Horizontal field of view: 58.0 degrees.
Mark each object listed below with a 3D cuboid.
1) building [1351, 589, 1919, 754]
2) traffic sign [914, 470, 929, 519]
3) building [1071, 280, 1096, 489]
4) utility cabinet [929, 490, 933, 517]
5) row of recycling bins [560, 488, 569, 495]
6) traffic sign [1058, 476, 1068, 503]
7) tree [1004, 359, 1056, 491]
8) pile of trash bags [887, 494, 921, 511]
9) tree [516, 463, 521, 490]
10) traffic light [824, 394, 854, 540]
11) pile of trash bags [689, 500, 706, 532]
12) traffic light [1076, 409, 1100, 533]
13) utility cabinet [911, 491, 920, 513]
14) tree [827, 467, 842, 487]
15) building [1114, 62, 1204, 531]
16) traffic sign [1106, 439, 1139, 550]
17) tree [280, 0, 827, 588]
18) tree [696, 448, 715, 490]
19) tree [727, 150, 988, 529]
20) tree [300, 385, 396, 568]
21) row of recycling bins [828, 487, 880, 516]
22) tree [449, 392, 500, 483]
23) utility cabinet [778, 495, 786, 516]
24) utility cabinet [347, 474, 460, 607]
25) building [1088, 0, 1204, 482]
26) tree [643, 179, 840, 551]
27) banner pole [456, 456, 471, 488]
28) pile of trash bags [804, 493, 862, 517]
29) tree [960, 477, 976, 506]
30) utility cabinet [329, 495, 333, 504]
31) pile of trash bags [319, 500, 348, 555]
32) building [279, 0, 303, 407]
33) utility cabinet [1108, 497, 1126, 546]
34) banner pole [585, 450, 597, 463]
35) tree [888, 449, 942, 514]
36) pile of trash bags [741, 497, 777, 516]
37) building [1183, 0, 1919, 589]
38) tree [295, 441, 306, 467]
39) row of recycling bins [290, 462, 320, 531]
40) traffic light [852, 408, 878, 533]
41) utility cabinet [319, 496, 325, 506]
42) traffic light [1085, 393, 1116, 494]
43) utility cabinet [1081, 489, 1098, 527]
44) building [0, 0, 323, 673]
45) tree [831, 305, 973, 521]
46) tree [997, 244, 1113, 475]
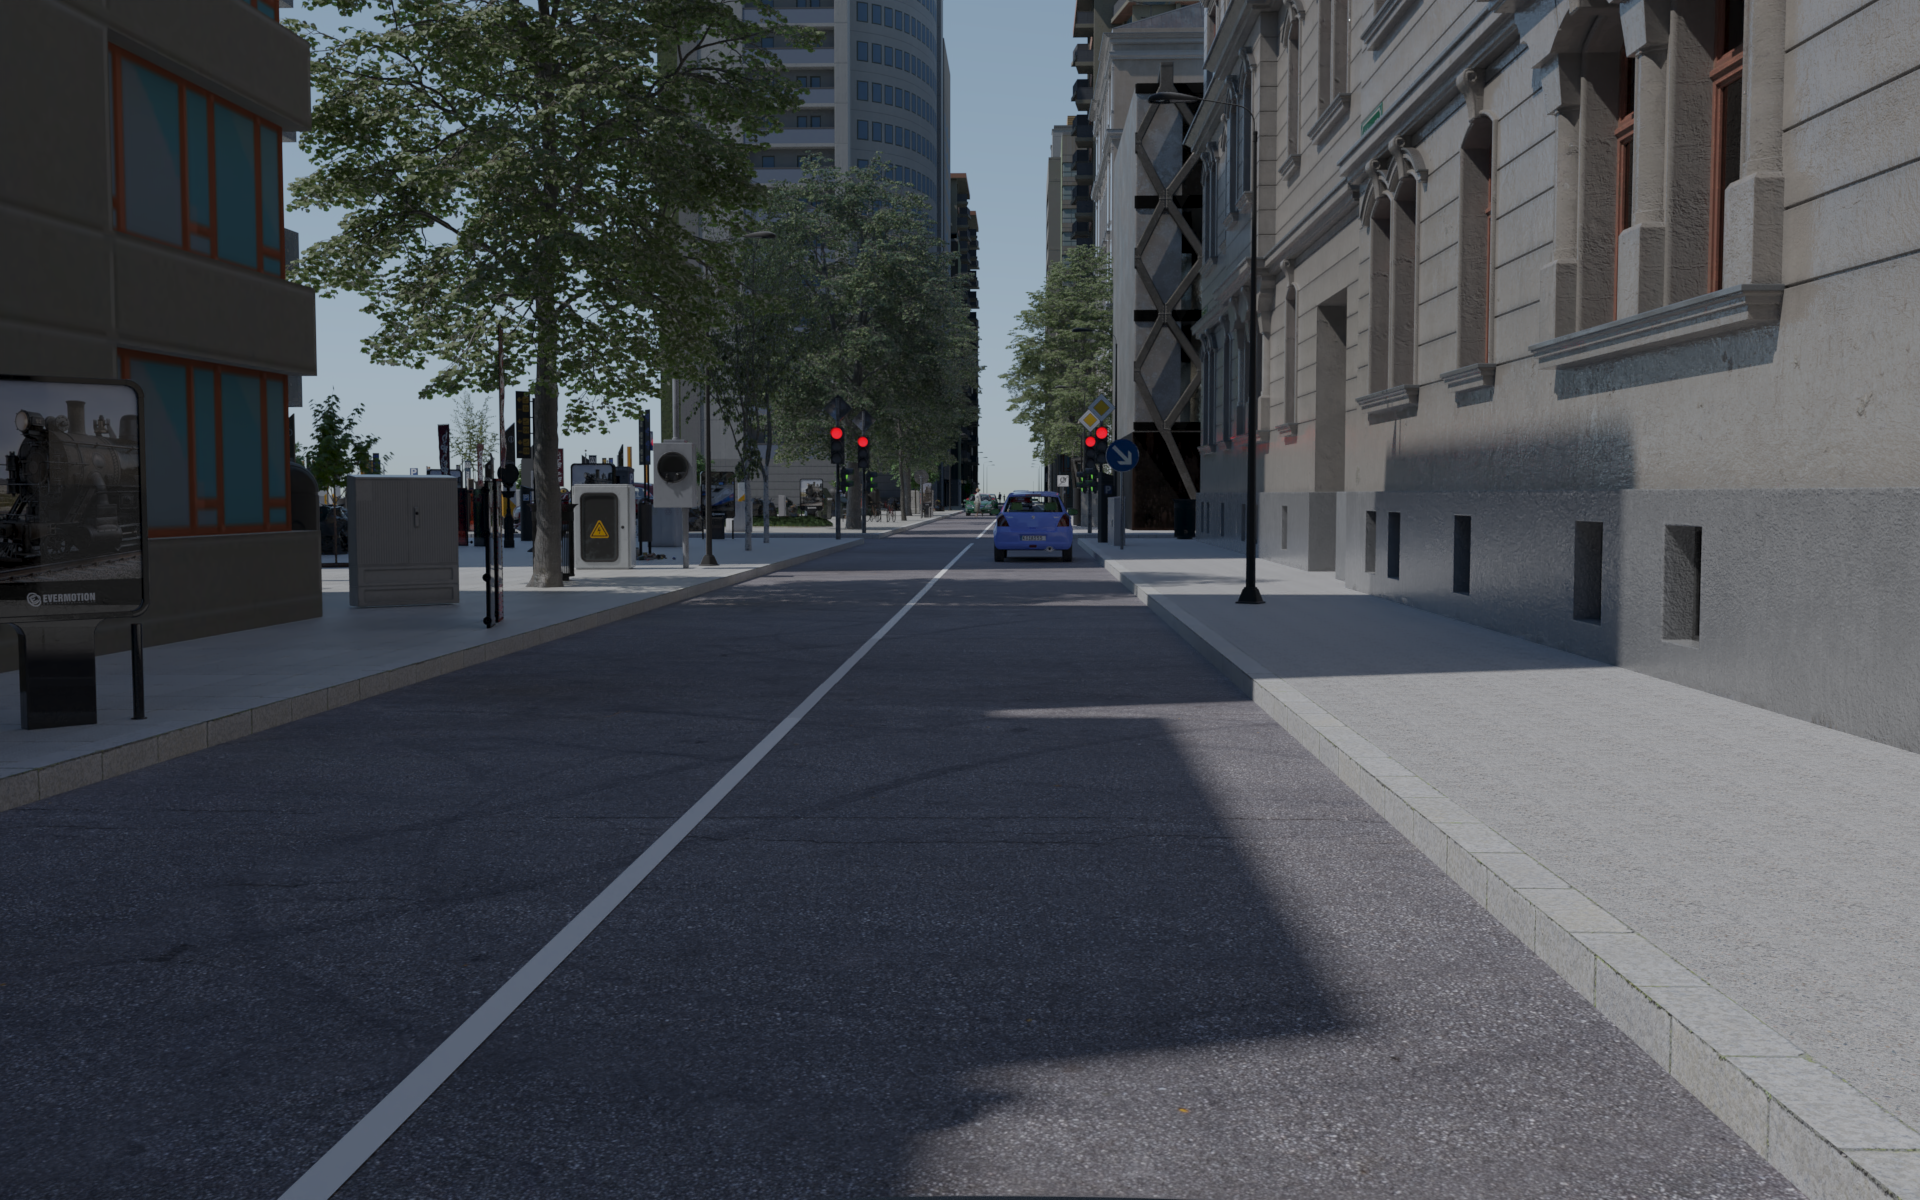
[{"bbox_3d":[11.084,-13.709,11.525,14.401,28.519,23.554,0,4,2],"label":"building"},{"bbox_3d":[-2.028,-5.548,90.815,0.768,2.556,0.104,0,4,5],"label":"traffic sign"},{"bbox_3d":[16.237,-15.572,122.048,16.820,18.784,16.811,0,4,2],"label":"building"},{"bbox_3d":[-1.740,-5.347,96.106,0.318,1.500,1.173,1,4,10],"label":"utility cabinet"},{"bbox_3d":[-24.392,-6.403,111.796,3.534,1.692,1.069,1,4,19],"label":"row of recycling bins"},{"bbox_3d":[5.685,-5.710,95.490,0.606,2.300,0.079,0,4,8],"label":"traffic sign"},{"bbox_3d":[12.737,-22.108,217.352,12.611,20.169,13.585,0,3,0],"label":"tree"},{"bbox_3d":[-3.911,-7.310,129.272,3.447,1.369,1.912,2,4,30],"label":"pile of trash bags"},{"bbox_3d":[-25.098,-6.418,99.536,1.663,3.219,1.824,0,3,0],"label":"tree"},{"bbox_3d":[-3.422,-3.661,48.777,0.839,4.253,0.868,0,4,2],"label":"traffic light"},{"bbox_3d":[-10.516,-3.315,63.956,3.447,1.369,1.912,3,4,37],"label":"pile of trash bags"},{"bbox_3d":[4.223,-4.134,56.508,0.839,4.253,0.868,0,4,2],"label":"traffic light"},{"bbox_3d":[-3.206,-6.416,113.579,1.173,1.500,0.318,1,4,15],"label":"utility cabinet"},{"bbox_3d":[-8.342,-7.878,123.412,1.663,3.219,1.824,0,3,0],"label":"tree"},{"bbox_3d":[14.582,-12.090,65.124,16.811,18.784,16.820,0,4,2],"label":"building"},{"bbox_3d":[3.747,-2.440,40.001,0.768,2.556,0.104,1,4,8],"label":"traffic sign"},{"bbox_3d":[-5.737,-6.475,23.989,7.486,12.596,7.792,0,3,0],"label":"tree"},{"bbox_3d":[-16.670,-7.436,105.299,4.285,4.588,4.351,0,3,0],"label":"tree"},{"bbox_3d":[-3.995,-9.582,63.329,9.857,13.997,8.962,0,3,0],"label":"tree"},{"bbox_3d":[-11.061,-2.191,30.431,1.663,3.219,1.824,0,3,0],"label":"tree"},{"bbox_3d":[-6.232,-5.806,102.045,3.534,1.692,1.069,-3,4,-37],"label":"row of recycling bins"},{"bbox_3d":[-34.324,-10.530,122.531,4.737,8.622,4.395,0,3,0],"label":"tree"},{"bbox_3d":[-8.706,-4.512,84.927,0.306,1.237,1.020,0,4,-1],"label":"utility cabinet"},{"bbox_3d":[-6.351,-0.680,19.794,1.173,1.500,0.318,-3,4,-38],"label":"utility cabinet"},{"bbox_3d":[14.214,-19.053,97.415,13.634,28.700,20.117,0,4,2],"label":"building"},{"bbox_3d":[-5.003,-5.416,38.907,4.360,8.622,3.978,0,3,0],"label":"tree"},{"bbox_3d":[-32.308,-7.536,113.226,0.863,3.779,0.401,1,4,17],"label":"banner pole"},{"bbox_3d":[-7.170,-5.398,98.007,3.447,1.369,1.912,0,4,4],"label":"pile of trash bags"},{"bbox_3d":[1.020,-12.206,194.166,1.663,3.219,1.824,0,3,0],"label":"tree"},{"bbox_3d":[-47.306,-7.300,130.521,1.020,1.237,0.306,2,4,25],"label":"utility cabinet"},{"bbox_3d":[-13.971,-1.658,36.865,1.912,1.369,3.447,3,5,40],"label":"pile of trash bags"},{"bbox_3d":[-31.746,-25.460,35.886,30.456,49.044,23.786,0,4,2],"label":"building"},{"bbox_3d":[3.916,-1.972,43.411,0.306,1.237,1.020,0,4,-4],"label":"utility cabinet"},{"bbox_3d":[-20.816,-6.573,97.486,0.863,3.779,0.401,-2,4,-27],"label":"banner pole"},{"bbox_3d":[-2.878,-7.799,111.227,4.285,4.588,4.351,0,3,0],"label":"tree"},{"bbox_3d":[-12.478,-5.576,100.919,3.447,1.369,1.912,-2,4,-33],"label":"pile of trash bags"},{"bbox_3d":[12.232,-15.145,35.009,14.401,28.519,23.554,0,4,2],"label":"building"},{"bbox_3d":[-35.231,-6.452,89.209,4.285,4.588,4.351,0,3,0],"label":"tree"},{"bbox_3d":[-9.913,-0.908,21.957,3.534,1.692,1.069,0,4,-3],"label":"row of recycling bins"},{"bbox_3d":[-3.134,-4.149,56.757,0.839,4.253,0.868,0,4,2],"label":"traffic light"},{"bbox_3d":[-27.934,-3.929,75.408,0.306,1.237,1.020,-3,4,-36],"label":"utility cabinet"},{"bbox_3d":[3.935,-3.646,48.528,0.839,4.253,0.868,0,4,2],"label":"traffic light"},{"bbox_3d":[5.236,-3.556,66.827,1.173,1.500,0.318,3,4,37],"label":"utility cabinet"},{"bbox_3d":[-21.000,-9.694,3.538,27.650,21.520,28.899,0,4,2],"label":"building"},{"bbox_3d":[-3.025,-9.070,82.712,7.601,10.594,8.767,-1,4,-10],"label":"tree"},{"bbox_3d":[5.415,-9.870,79.510,7.486,12.596,7.792,0,3,0],"label":"tree"}]
